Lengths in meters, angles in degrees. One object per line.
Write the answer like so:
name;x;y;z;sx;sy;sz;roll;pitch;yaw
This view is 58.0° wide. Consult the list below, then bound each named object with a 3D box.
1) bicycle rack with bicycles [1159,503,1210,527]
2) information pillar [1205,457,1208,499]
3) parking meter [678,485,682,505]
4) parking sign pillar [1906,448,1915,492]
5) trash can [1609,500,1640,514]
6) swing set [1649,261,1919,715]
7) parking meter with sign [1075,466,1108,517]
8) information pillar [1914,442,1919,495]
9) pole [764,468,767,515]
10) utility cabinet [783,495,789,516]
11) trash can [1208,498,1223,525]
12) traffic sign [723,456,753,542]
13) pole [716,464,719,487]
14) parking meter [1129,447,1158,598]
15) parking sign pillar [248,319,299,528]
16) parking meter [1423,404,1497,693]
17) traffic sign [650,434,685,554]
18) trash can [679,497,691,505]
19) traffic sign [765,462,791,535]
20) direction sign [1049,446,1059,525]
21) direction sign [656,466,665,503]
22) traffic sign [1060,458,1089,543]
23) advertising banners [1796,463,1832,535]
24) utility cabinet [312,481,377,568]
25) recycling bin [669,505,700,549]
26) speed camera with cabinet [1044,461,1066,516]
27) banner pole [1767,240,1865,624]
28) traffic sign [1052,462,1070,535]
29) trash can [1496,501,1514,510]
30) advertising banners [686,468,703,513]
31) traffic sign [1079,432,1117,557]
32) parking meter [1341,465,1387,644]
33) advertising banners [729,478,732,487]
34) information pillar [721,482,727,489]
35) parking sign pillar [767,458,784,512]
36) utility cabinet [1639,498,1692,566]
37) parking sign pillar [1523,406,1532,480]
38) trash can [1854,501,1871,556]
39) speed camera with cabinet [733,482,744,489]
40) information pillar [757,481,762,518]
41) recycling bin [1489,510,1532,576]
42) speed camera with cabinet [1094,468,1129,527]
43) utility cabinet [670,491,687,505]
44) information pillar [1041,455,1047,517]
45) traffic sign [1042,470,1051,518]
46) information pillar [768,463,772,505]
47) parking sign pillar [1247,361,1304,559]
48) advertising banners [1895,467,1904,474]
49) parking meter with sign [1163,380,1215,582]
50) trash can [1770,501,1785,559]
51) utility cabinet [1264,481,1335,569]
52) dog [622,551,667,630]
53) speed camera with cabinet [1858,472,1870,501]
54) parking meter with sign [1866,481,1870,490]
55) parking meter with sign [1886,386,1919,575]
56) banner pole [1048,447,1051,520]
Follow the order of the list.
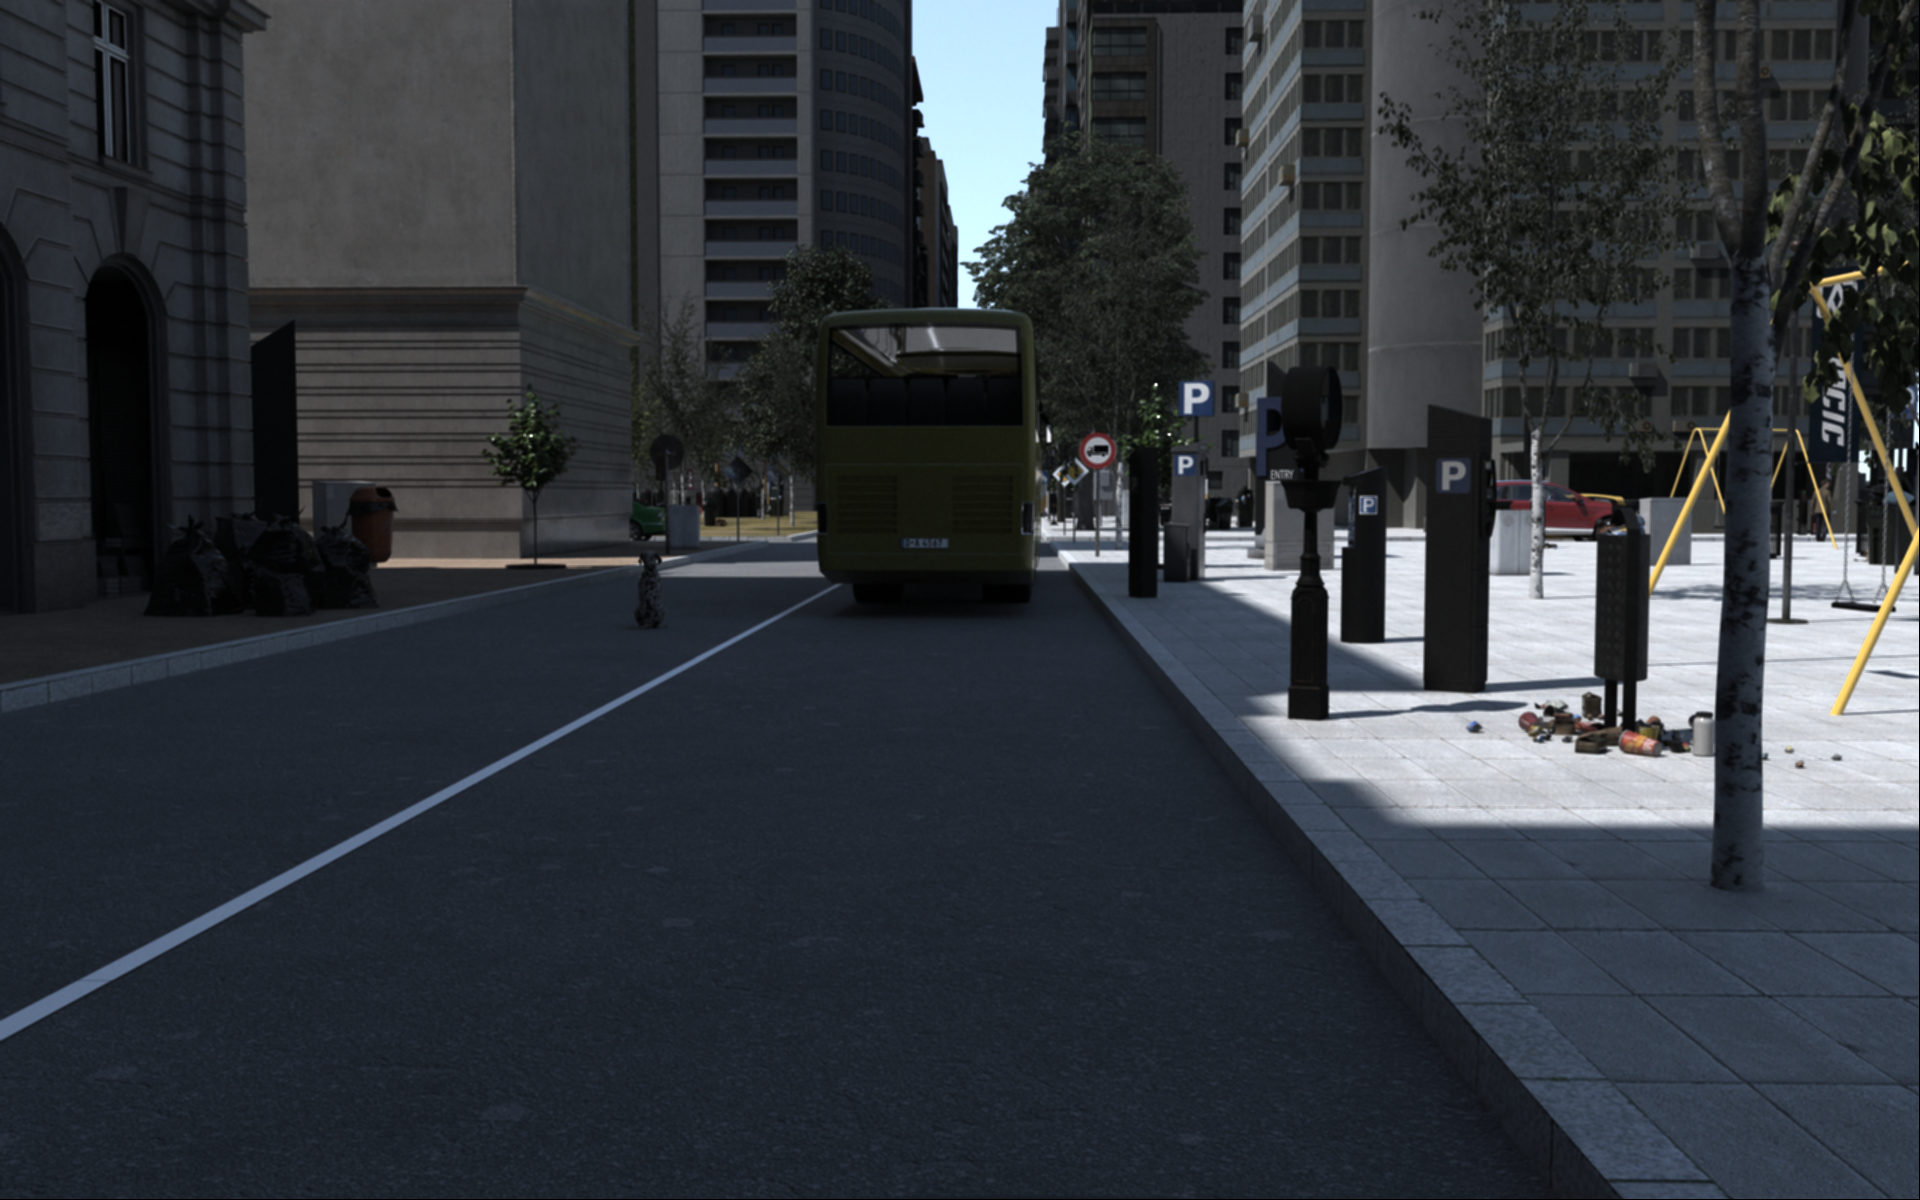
bicycle rack with bicycles;8.850;-3.285;67.095;2.925;0.926;2.852;-1;4;-10
information pillar;13.455;-6.377;95.612;0.504;3.616;0.183;3;4;36
parking meter;-18.194;-6.562;113.007;0.255;1.863;0.399;-2;4;-34
parking sign pillar;51.702;-6.413;93.322;1.447;3.967;1.447;2;4;31
trash can;15.314;-1.725;39.852;0.748;1.137;0.748;0;3;0
swing set;6.375;-0.842;11.384;2.862;2.851;3.119;0;4;-5
parking meter with sign;7.228;-6.061;95.360;1.738;3.016;0.543;1;4;12
information pillar;42.744;-5.255;77.274;0.183;3.616;0.504;0;4;-4
pole;-12.211;-7.009;108.442;0.158;3.312;0.155;0;3;0
utility cabinet;-10.558;-5.570;102.236;0.306;1.237;1.020;3;5;42
trash can;9.643;-3.248;64.754;0.748;1.137;0.748;0;3;0
traffic sign;-5.880;-2.584;45.893;0.795;2.450;0.064;0;4;2
pole;-16.297;-7.491;116.313;0.158;3.312;0.155;0;3;0
parking meter;2.280;-0.970;21.564;0.255;1.863;0.399;-1;4;-16
parking sign pillar;-10.927;-2.341;26.743;1.447;3.967;1.447;-1;4;-23
parking meter;3.251;-0.340;11.262;0.399;1.863;0.255;2;4;33
traffic sign;-6.249;-2.253;36.940;0.768;2.556;0.104;0;4;8
trash can;-15.500;-5.260;97.658;0.748;1.137;0.748;0;3;0
traffic sign;-5.653;-3.072;53.875;0.795;2.450;0.064;0;4;2
direction sign;3.899;-4.877;71.729;0.379;3.537;0.876;0;4;0
direction sign;-17.025;-6.519;98.586;0.379;3.537;0.876;2;4;29
traffic sign;3.010;-2.568;45.621;0.795;2.450;0.064;0;4;2
advertising banners;26.946;-3.567;54.516;2.074;3.025;0.090;-2;4;-35
utility cabinet;-10.387;-1.261;29.292;0.318;1.500;1.173;1;4;23
recycling bin;-6.466;-1.714;40.578;0.722;1.027;0.722;-1;4;-9
speed camera with cabinet;5.801;-6.593;102.124;2.038;3.252;0.660;-3;4;-38
banner pole;8.404;-1.650;16.997;0.863;3.779;0.401;3;5;43
traffic sign;3.237;-3.056;53.603;0.795;2.450;0.064;0;4;2
trash can;11.345;-1.534;36.733;0.748;1.137;0.748;0;3;0
advertising banners;-17.335;-7.294;115.440;2.074;3.025;0.090;1;4;20
traffic sign;2.817;-2.160;35.416;0.768;2.556;0.104;1;4;10
parking meter;3.495;-0.402;14.990;0.372;1.533;0.369;0;3;0
advertising banners;-14.974;-7.311;115.729;0.090;3.025;2.074;2;4;24
information pillar;-14.245;-6.122;104.580;0.304;2.012;0.304;-1;4;-22
parking sign pillar;-12.751;-8.046;120.022;1.447;3.967;1.447;-3;4;-38
utility cabinet;12.683;-1.223;31.159;1.020;1.237;0.306;-2;4;-25
parking sign pillar;17.696;-3.988;53.679;1.447;3.967;1.447;1;4;20
trash can;18.865;-1.476;35.782;0.748;1.137;0.748;0;3;0
speed camera with cabinet;-13.110;-6.608;102.375;0.660;3.252;2.038;0;4;-8
information pillar;-10.817;-5.469;93.908;0.304;2.012;0.304;-3;4;-38
recycling bin;8.772;-0.920;27.592;0.722;1.027;0.722;0;4;-4
speed camera with cabinet;6.343;-4.524;68.305;2.038;3.252;0.660;0;4;-6
utility cabinet;-19.801;-6.920;121.826;1.173;1.500;0.318;-1;4;-9
information pillar;4.687;-6.480;97.295;0.504;3.616;0.183;-3;5;-41
traffic sign;4.419;-5.598;91.635;0.768;2.556;0.104;1;4;10
information pillar;-13.457;-8.073;123.344;0.504;3.616;0.183;2;4;24
parking sign pillar;6.483;-2.821;34.595;1.447;3.967;1.447;-2;4;-30
advertising banners;59.917;-7.089;112.097;2.074;3.025;0.090;1;4;19
parking meter with sign;3.402;-1.815;25.934;0.543;3.016;1.738;1;4;17
trash can;15.972;-1.390;34.377;0.748;1.137;0.748;0;3;0
utility cabinet;5.747;-1.259;29.269;1.173;1.500;0.318;-1;4;-20
dog;-3.417;-0.104;18.544;0.513;0.831;0.800;2;4;31
speed camera with cabinet;37.177;-4.696;71.111;0.660;3.252;2.038;0;4;-7
parking meter with sign;52.867;-6.390;100.745;1.738;3.016;0.543;2;4;32
parking meter with sign;15.373;-1.885;27.078;0.543;3.016;1.738;-1;4;-18
banner pole;4.399;-5.800;84.843;0.401;3.779;0.863;1;4;8
